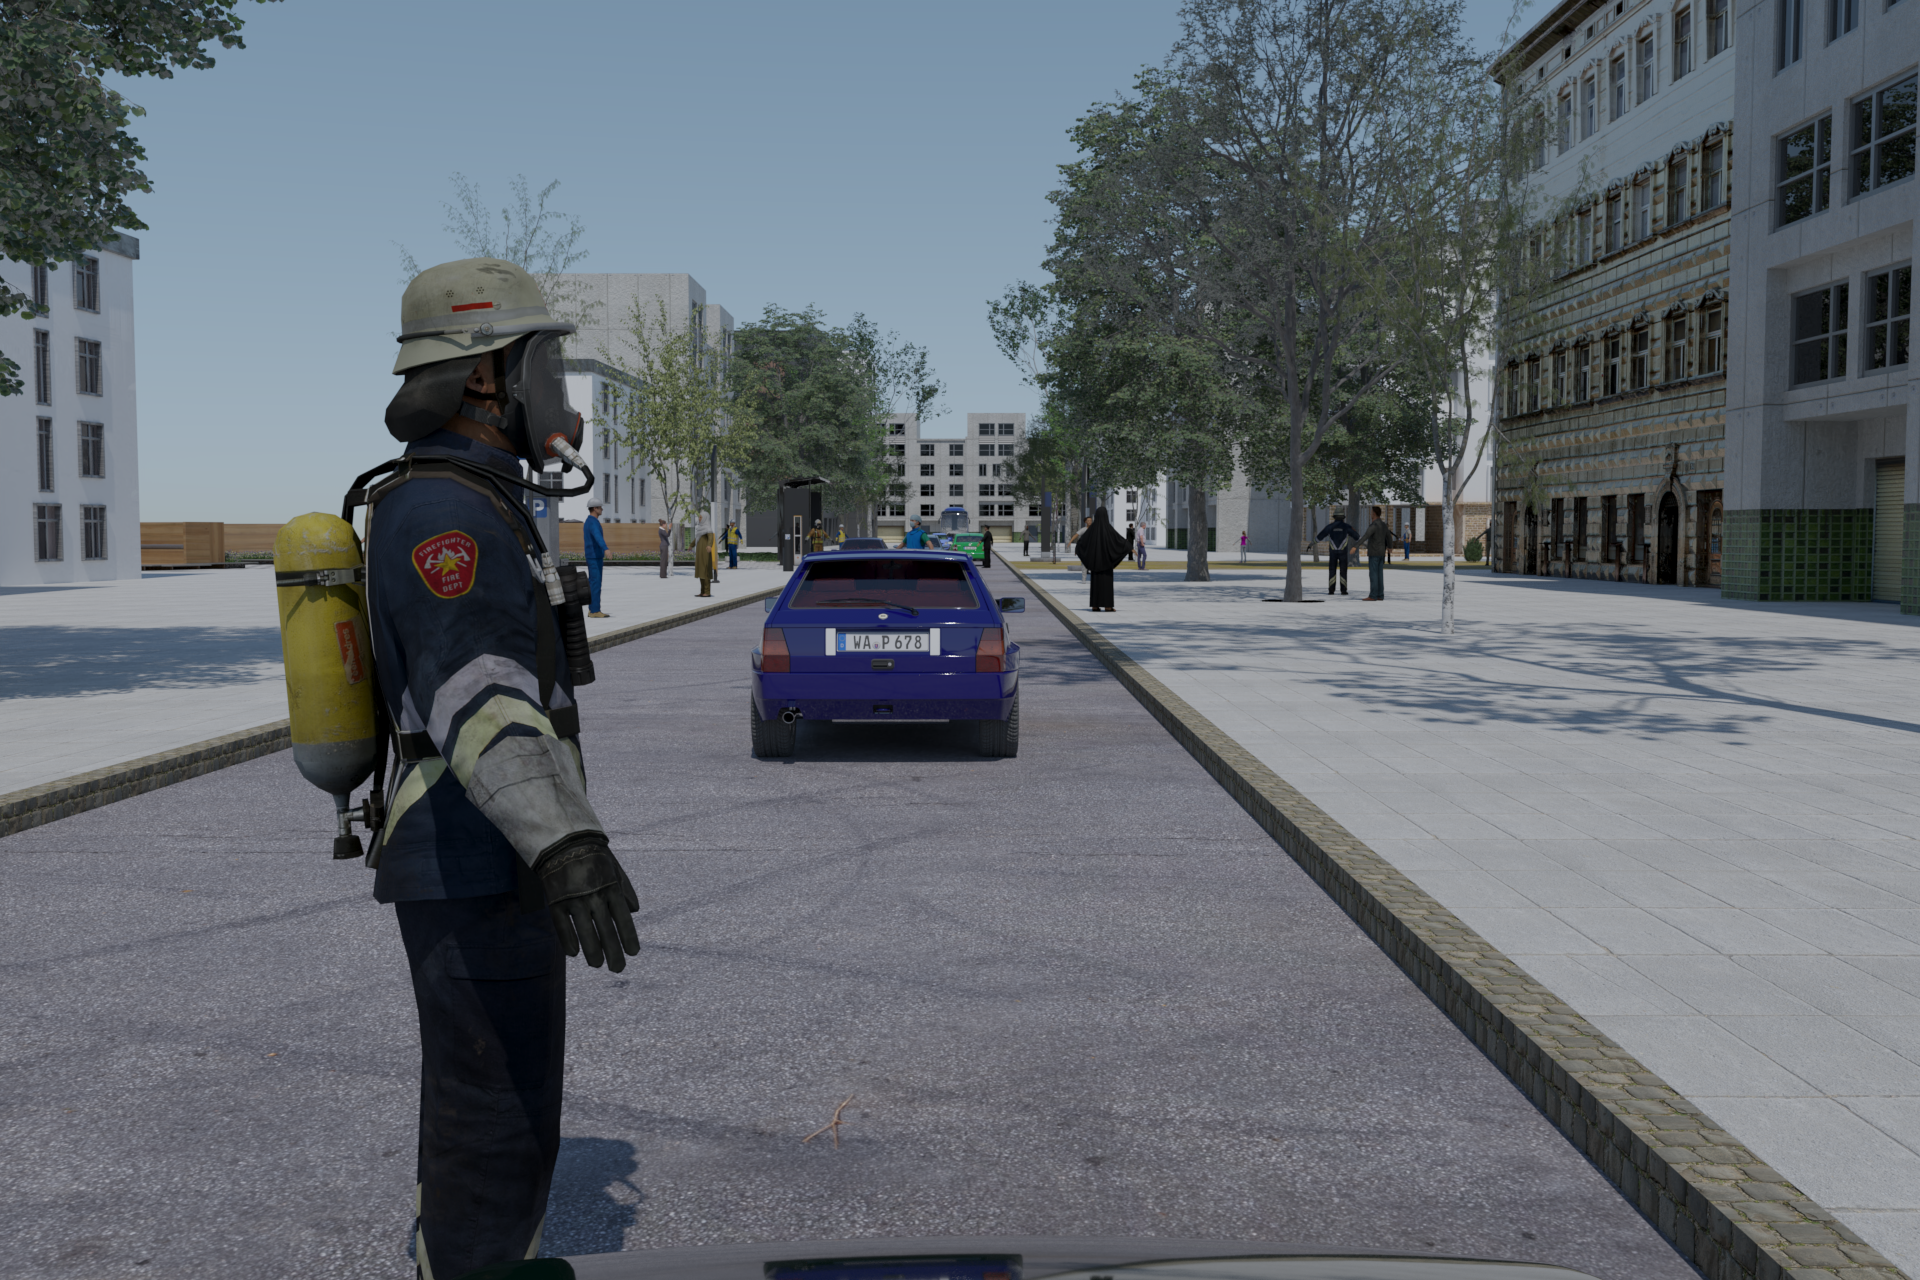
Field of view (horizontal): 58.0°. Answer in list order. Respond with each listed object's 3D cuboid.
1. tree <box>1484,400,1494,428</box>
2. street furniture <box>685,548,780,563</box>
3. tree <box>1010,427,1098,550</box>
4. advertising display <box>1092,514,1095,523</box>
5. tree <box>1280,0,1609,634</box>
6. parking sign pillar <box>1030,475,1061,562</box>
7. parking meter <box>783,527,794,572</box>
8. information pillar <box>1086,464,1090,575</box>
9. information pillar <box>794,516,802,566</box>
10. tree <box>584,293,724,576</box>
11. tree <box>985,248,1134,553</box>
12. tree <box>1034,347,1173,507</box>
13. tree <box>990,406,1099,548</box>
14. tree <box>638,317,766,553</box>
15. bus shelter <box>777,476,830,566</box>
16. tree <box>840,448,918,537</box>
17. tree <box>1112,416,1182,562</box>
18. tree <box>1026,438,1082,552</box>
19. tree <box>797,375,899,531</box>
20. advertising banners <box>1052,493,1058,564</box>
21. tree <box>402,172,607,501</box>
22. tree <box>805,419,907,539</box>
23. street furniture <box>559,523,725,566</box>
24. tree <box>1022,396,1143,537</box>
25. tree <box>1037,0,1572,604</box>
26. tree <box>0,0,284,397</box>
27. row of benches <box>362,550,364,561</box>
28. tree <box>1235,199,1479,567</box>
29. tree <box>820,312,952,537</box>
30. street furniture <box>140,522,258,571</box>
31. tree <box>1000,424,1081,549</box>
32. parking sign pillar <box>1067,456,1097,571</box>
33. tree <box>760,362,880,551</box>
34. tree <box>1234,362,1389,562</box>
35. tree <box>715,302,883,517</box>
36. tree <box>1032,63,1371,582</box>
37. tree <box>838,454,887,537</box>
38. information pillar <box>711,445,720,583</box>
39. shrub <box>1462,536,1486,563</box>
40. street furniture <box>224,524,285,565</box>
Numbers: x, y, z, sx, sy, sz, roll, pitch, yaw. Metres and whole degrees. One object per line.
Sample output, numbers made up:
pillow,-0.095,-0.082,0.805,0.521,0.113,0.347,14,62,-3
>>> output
tree,28.901,-10.273,78.332,12.009,13.543,11.850,0,3,0
street furniture,-9.750,-3.949,80.191,10.072,0.657,5.734,0,4,-5
tree,7.530,-12.281,135.199,7.601,10.594,8.767,-1,4,-19
advertising display,4.398,-3.145,56.631,0.123,1.923,0.974,0,4,0
tree,6.376,-4.392,22.179,4.360,8.622,3.978,0,3,0
parking sign pillar,3.970,-5.612,80.234,1.447,3.967,1.447,0,4,1
parking meter,-5.880,-3.112,59.294,0.372,1.533,0.369,0,3,0
information pillar,4.055,-3.895,55.042,0.183,3.616,0.504,0,3,0
information pillar,-6.523,-3.994,69.793,0.304,2.012,0.304,0,4,1
tree,-8.942,-6.236,52.326,4.737,8.622,4.395,0,3,0
tree,8.340,-15.801,114.233,12.611,20.169,13.585,0,3,0
tree,7.404,-9.961,88.618,9.928,11.665,9.643,0,3,0
tree,8.010,-15.260,159.866,12.009,13.543,11.850,0,3,0
tree,-8.868,-6.691,59.766,4.737,8.622,4.395,0,3,0
bus shelter,-6.602,-5.034,73.583,1.731,3.624,6.357,0,4,0
tree,-8.139,-14.218,166.882,8.767,10.594,7.601,-2,4,-27
tree,7.978,-7.893,79.420,4.360,8.622,3.978,0,3,0
tree,7.032,-10.677,124.931,4.737,8.622,4.395,0,3,0
tree,-7.830,-11.530,114.273,9.928,11.665,9.643,0,3,0
advertising banners,4.049,-4.754,73.908,0.090,3.025,2.074,0,4,-1
tree,-8.659,-5.166,34.828,4.360,8.622,3.978,0,3,0
tree,-8.371,-11.821,127.692,8.767,10.594,7.601,-2,4,-28
street furniture,-13.053,-3.909,70.774,11.010,1.723,9.812,0,4,-2
tree,7.444,-10.282,102.516,8.767,10.594,7.601,2,4,33
tree,6.407,-7.446,32.120,12.009,13.543,11.850,0,3,0
tree,-9.507,-6.497,12.878,9.857,13.997,8.962,0,3,0
row of benches,-22.978,-3.279,69.070,1.422,0.672,4.104,2,4,23
tree,15.405,-9.840,67.546,9.857,13.997,8.962,0,3,0
tree,-7.055,-17.749,146.089,12.611,20.169,13.585,0,3,0
street furniture,-30.678,-3.500,64.072,11.010,1.723,9.812,1,4,20
tree,7.290,-13.019,147.279,7.601,10.594,8.767,1,4,23
parking sign pillar,4.458,-4.384,60.144,1.447,3.967,1.447,0,4,0
tree,-8.555,-10.948,104.757,9.928,11.665,9.643,0,3,0
tree,15.988,-8.847,79.056,7.601,10.594,8.767,1,4,14
tree,-8.831,-11.452,93.892,9.857,13.997,8.962,0,3,0
tree,6.382,-8.558,46.574,9.857,13.997,8.962,0,3,0
tree,-8.176,-11.311,135.297,4.360,8.622,3.978,0,3,0
information pillar,-6.416,-3.296,45.242,0.183,3.616,0.504,0,4,1
shrub,23.027,-4.070,77.656,1.383,1.207,1.383,0,3,0
street furniture,-31.534,-4.170,75.037,9.812,1.723,11.010,0,4,-2
